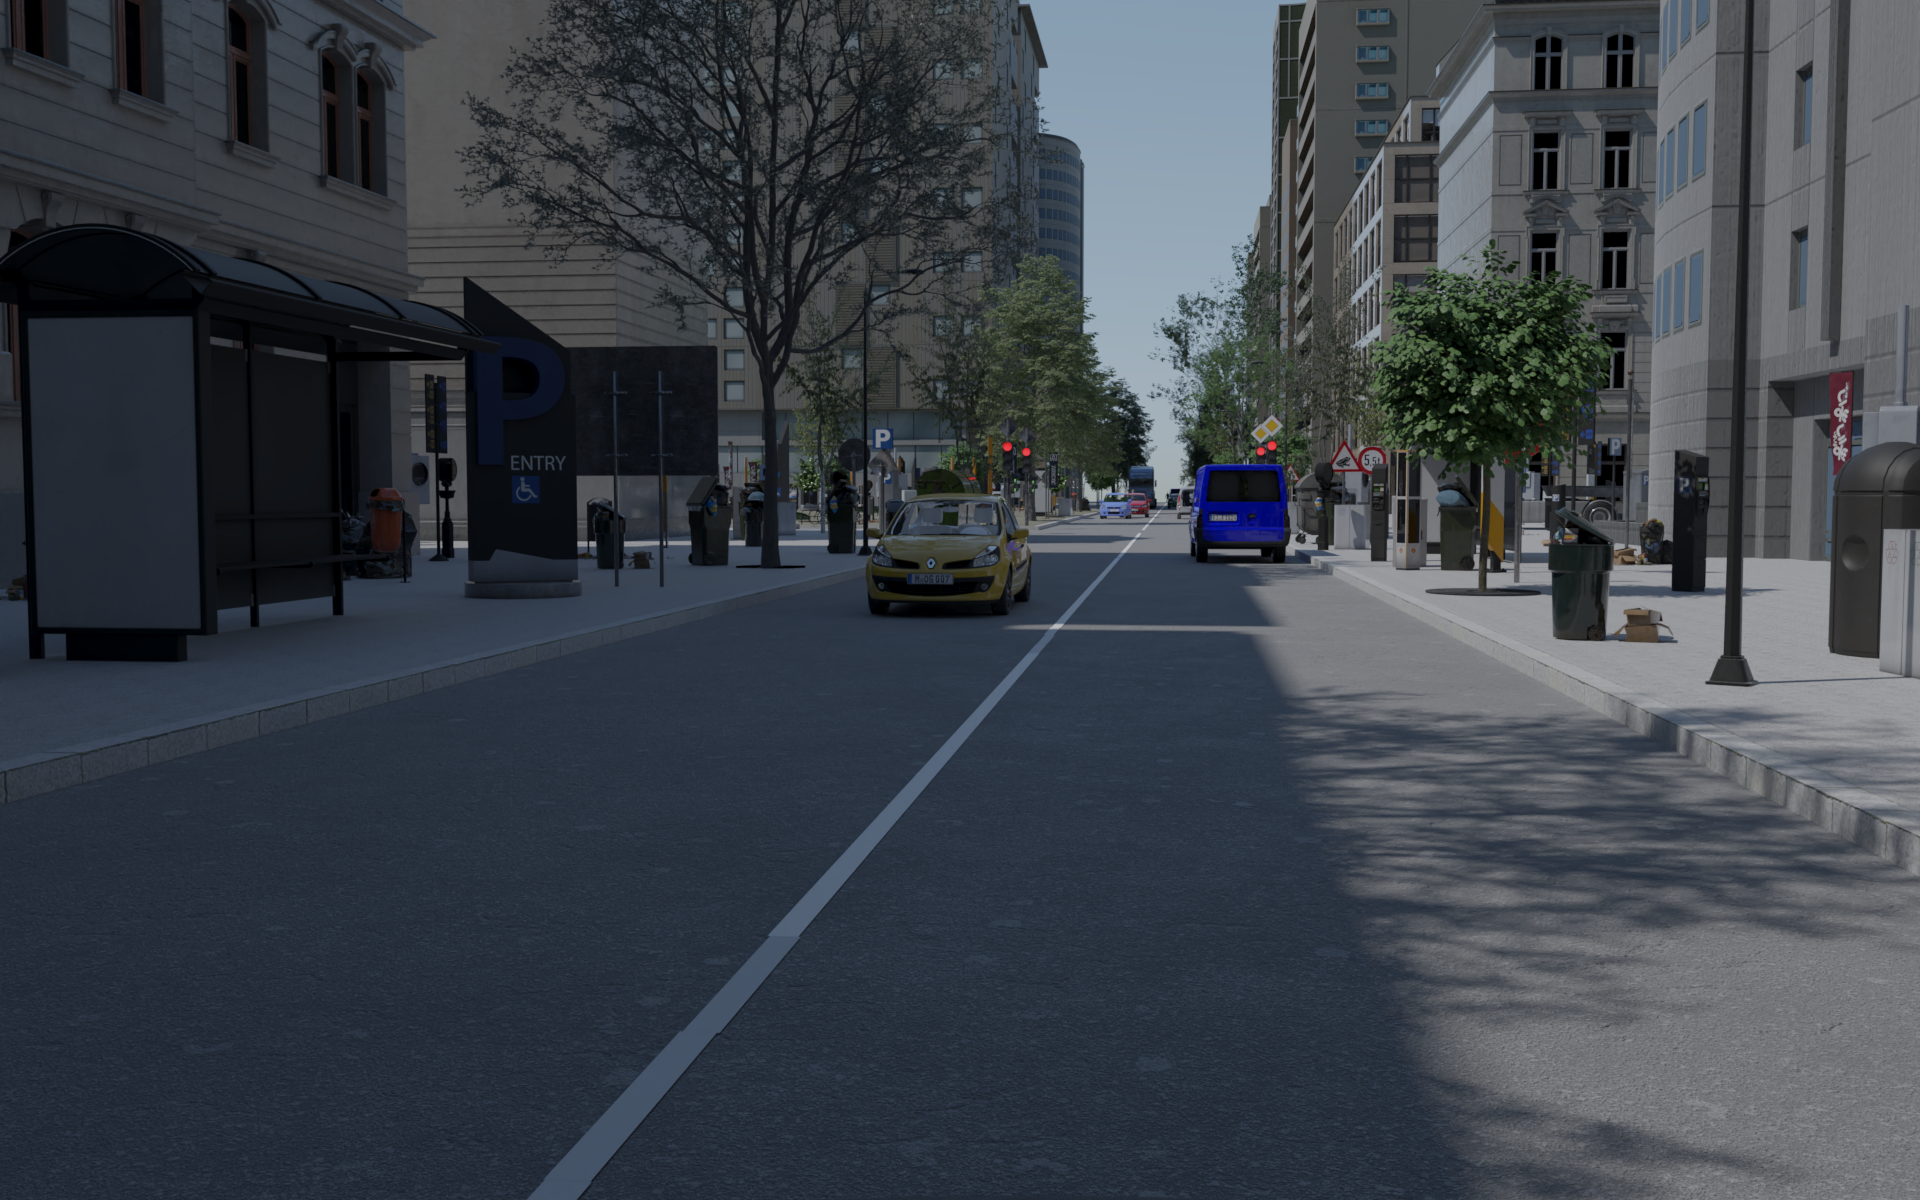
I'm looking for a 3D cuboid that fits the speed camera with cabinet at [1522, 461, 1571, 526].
[{"bbox_3d":[23.919,-4.675,70.773,0.660,3.252,2.038,-3,5,-45],"label":"speed camera with cabinet"}]

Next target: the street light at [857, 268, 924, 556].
[{"bbox_3d":[-1.430,-3.873,35.863,1.470,5.913,1.316,0,4,7],"label":"street light"}]

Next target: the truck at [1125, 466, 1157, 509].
[{"bbox_3d":[18.334,-11.224,173.271,2.967,4.110,18.799,0,4,7],"label":"truck"}]

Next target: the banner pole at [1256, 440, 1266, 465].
[{"bbox_3d":[12.668,-5.060,72.750,0.863,3.779,0.401,0,4,-7],"label":"banner pole"}]

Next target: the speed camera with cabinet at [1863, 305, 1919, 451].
[{"bbox_3d":[10.558,-1.447,18.002,2.038,3.252,0.660,2,4,35],"label":"speed camera with cabinet"}]

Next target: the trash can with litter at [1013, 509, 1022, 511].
[{"bbox_3d":[4.647,-7.232,129.301,2.233,1.210,1.678,2,4,30],"label":"trash can with litter"}]

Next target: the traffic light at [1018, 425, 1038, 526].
[{"bbox_3d":[2.734,-4.979,70.324,0.839,4.253,0.868,0,4,7],"label":"traffic light"}]

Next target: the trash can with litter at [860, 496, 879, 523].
[{"bbox_3d":[-4.094,-4.505,84.717,1.678,1.210,2.233,2,4,28],"label":"trash can with litter"}]

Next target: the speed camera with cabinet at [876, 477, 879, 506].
[{"bbox_3d":[-6.177,-8.884,139.585,0.660,3.252,2.038,-1,4,-19],"label":"speed camera with cabinet"}]

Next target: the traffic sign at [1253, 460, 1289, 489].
[{"bbox_3d":[14.957,-5.371,81.687,2.265,3.308,0.079,1,4,14],"label":"traffic sign"}]

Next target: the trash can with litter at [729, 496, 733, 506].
[{"bbox_3d":[-16.318,-7.122,127.496,2.233,1.210,1.678,-2,4,-30],"label":"trash can with litter"}]

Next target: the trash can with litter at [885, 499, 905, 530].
[{"bbox_3d":[-1.465,-1.836,41.399,0.624,1.170,1.055,0,4,-8],"label":"trash can with litter"}]

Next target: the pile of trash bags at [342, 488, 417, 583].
[{"bbox_3d":[-9.093,-0.995,26.026,1.912,1.369,3.447,-3,4,-38],"label":"pile of trash bags"}]

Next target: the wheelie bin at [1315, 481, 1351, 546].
[{"bbox_3d":[9.359,-2.167,43.330,0.980,1.594,0.693,-2,4,-32],"label":"wheelie bin"}]

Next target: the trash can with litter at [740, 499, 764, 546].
[{"bbox_3d":[-5.119,-1.903,42.504,0.624,1.170,1.055,-1,4,-11],"label":"trash can with litter"}]

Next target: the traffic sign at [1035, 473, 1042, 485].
[{"bbox_3d":[3.886,-5.467,90.572,0.795,2.450,0.064,1,4,13],"label":"traffic sign"}]

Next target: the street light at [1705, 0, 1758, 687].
[{"bbox_3d":[4.675,-2.388,11.591,1.470,5.913,1.316,0,4,7],"label":"street light"}]

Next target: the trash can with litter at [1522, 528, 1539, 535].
[{"bbox_3d":[17.090,-2.677,54.831,1.678,1.210,2.233,-2,4,-27],"label":"trash can with litter"}]

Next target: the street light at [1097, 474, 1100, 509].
[{"bbox_3d":[12.287,-10.633,146.394,1.470,5.913,1.316,0,4,7],"label":"street light"}]

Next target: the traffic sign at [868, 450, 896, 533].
[{"bbox_3d":[-2.051,-2.699,45.319,0.795,2.450,0.064,1,4,10],"label":"traffic sign"}]

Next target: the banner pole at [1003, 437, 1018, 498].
[{"bbox_3d":[2.163,-5.290,76.515,0.863,3.779,0.401,-2,4,-26],"label":"banner pole"}]

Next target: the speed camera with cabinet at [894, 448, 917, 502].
[{"bbox_3d":[-2.372,-4.842,73.501,0.660,3.252,2.038,-1,4,-18],"label":"speed camera with cabinet"}]

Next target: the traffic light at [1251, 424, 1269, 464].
[{"bbox_3d":[11.976,-4.910,69.198,0.839,4.253,0.868,0,4,7],"label":"traffic light"}]

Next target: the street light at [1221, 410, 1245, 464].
[{"bbox_3d":[15.133,-7.534,95.721,1.470,5.913,1.316,0,4,7],"label":"street light"}]

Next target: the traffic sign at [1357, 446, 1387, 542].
[{"bbox_3d":[10.934,-2.807,46.004,0.768,2.556,0.104,1,4,9],"label":"traffic sign"}]

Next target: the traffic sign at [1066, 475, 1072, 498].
[{"bbox_3d":[7.505,-7.212,117.925,0.884,2.594,0.081,1,4,13],"label":"traffic sign"}]

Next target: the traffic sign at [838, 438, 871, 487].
[{"bbox_3d":[-2.408,-2.403,39.403,0.768,2.556,0.104,1,4,12],"label":"traffic sign"}]

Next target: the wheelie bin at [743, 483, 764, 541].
[{"bbox_3d":[-5.674,-2.429,47.625,0.980,1.594,0.693,3,4,38],"label":"wheelie bin"}]

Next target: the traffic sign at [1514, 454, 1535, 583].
[{"bbox_3d":[8.051,-1.521,24.969,0.768,2.556,0.104,1,4,14],"label":"traffic sign"}]

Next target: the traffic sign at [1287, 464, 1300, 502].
[{"bbox_3d":[13.778,-4.422,72.309,0.884,2.594,0.081,1,4,9],"label":"traffic sign"}]

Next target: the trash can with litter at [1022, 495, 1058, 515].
[{"bbox_3d":[5.300,-5.911,107.700,2.233,1.210,1.678,1,4,14],"label":"trash can with litter"}]

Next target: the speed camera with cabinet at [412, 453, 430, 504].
[{"bbox_3d":[-12.607,-2.687,38.269,0.660,3.252,2.038,1,4,23],"label":"speed camera with cabinet"}]

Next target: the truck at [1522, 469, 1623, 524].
[{"bbox_3d":[26.499,-4.513,63.551,18.799,4.110,2.967,1,4,9],"label":"truck"}]

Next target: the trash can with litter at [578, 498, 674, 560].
[{"bbox_3d":[-6.788,-1.413,34.168,2.233,1.210,1.678,1,4,13],"label":"trash can with litter"}]

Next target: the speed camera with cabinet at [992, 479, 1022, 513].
[{"bbox_3d":[3.185,-7.588,118.393,2.038,3.252,0.660,1,4,18],"label":"speed camera with cabinet"}]

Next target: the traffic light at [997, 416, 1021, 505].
[{"bbox_3d":[1.750,-4.494,62.399,0.839,4.253,0.868,0,4,7],"label":"traffic light"}]

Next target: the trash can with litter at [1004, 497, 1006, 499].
[{"bbox_3d":[1.500,-3.699,71.869,1.055,1.170,0.624,1,4,11],"label":"trash can with litter"}]

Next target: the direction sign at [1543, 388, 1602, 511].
[{"bbox_3d":[9.877,-2.193,27.849,0.379,3.537,0.876,-1,4,-22],"label":"direction sign"}]

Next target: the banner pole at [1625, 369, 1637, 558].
[{"bbox_3d":[13.530,-2.750,34.973,0.401,3.779,0.863,2,4,28],"label":"banner pole"}]

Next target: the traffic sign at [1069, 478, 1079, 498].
[{"bbox_3d":[7.280,-6.629,110.510,0.606,2.300,0.079,1,4,12],"label":"traffic sign"}]

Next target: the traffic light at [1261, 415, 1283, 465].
[{"bbox_3d":[10.993,-4.425,61.273,0.839,4.253,0.868,0,4,7],"label":"traffic light"}]

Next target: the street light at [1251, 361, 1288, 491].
[{"bbox_3d":[10.815,-5.373,60.382,1.470,5.913,1.316,0,4,7],"label":"street light"}]

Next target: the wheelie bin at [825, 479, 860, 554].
[{"bbox_3d":[-2.533,-1.812,37.526,0.693,1.594,0.980,0,4,5],"label":"wheelie bin"}]

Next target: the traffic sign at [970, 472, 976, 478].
[{"bbox_3d":[0.301,-4.436,73.712,0.795,2.450,0.064,1,4,13],"label":"traffic sign"}]

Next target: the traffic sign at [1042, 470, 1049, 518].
[{"bbox_3d":[4.716,-5.633,92.201,0.768,2.556,0.104,1,4,16],"label":"traffic sign"}]

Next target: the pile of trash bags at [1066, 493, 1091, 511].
[{"bbox_3d":[8.950,-7.549,133.173,1.912,1.369,3.447,0,4,-5],"label":"pile of trash bags"}]

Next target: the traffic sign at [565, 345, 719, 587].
[{"bbox_3d":[-4.444,-1.837,23.902,2.265,3.308,0.079,0,4,7],"label":"traffic sign"}]

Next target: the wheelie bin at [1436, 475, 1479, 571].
[{"bbox_3d":[8.350,-1.297,29.108,0.693,1.594,0.980,1,4,15],"label":"wheelie bin"}]

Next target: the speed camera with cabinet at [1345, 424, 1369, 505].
[{"bbox_3d":[10.874,-3.310,48.448,0.660,3.252,2.038,2,4,30],"label":"speed camera with cabinet"}]

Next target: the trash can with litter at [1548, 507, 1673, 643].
[{"bbox_3d":[5.719,-0.236,15.238,1.055,1.170,0.624,2,4,23],"label":"trash can with litter"}]

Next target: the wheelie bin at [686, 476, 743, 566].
[{"bbox_3d":[-4.512,-1.427,31.233,0.693,1.594,0.980,-3,4,-36],"label":"wheelie bin"}]

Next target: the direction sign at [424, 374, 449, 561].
[{"bbox_3d":[-9.988,-2.513,33.088,0.379,3.537,0.876,1,4,8],"label":"direction sign"}]

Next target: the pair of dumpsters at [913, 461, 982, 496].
[{"bbox_3d":[-0.368,-2.890,49.742,1.574,2.255,4.437,0,4,7],"label":"pair of dumpsters"}]

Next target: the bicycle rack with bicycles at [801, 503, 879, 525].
[{"bbox_3d":[-5.241,-3.630,72.728,2.925,0.926,2.852,-2,4,-33],"label":"bicycle rack with bicycles"}]

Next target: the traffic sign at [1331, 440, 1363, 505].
[{"bbox_3d":[9.270,-2.558,41.834,0.884,2.594,0.081,1,4,13],"label":"traffic sign"}]

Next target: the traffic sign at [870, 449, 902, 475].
[{"bbox_3d":[-2.046,-2.921,47.760,0.884,2.594,0.081,0,4,7],"label":"traffic sign"}]

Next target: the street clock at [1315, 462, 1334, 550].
[{"bbox_3d":[8.303,-2.139,39.542,0.358,2.002,0.471,3,5,42],"label":"street clock"}]

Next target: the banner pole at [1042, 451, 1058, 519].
[{"bbox_3d":[4.696,-6.107,89.868,0.863,3.779,0.401,0,4,-6],"label":"banner pole"}]

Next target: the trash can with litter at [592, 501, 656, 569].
[{"bbox_3d":[-5.784,-1.128,29.824,1.055,1.170,0.624,-1,4,-14],"label":"trash can with litter"}]
